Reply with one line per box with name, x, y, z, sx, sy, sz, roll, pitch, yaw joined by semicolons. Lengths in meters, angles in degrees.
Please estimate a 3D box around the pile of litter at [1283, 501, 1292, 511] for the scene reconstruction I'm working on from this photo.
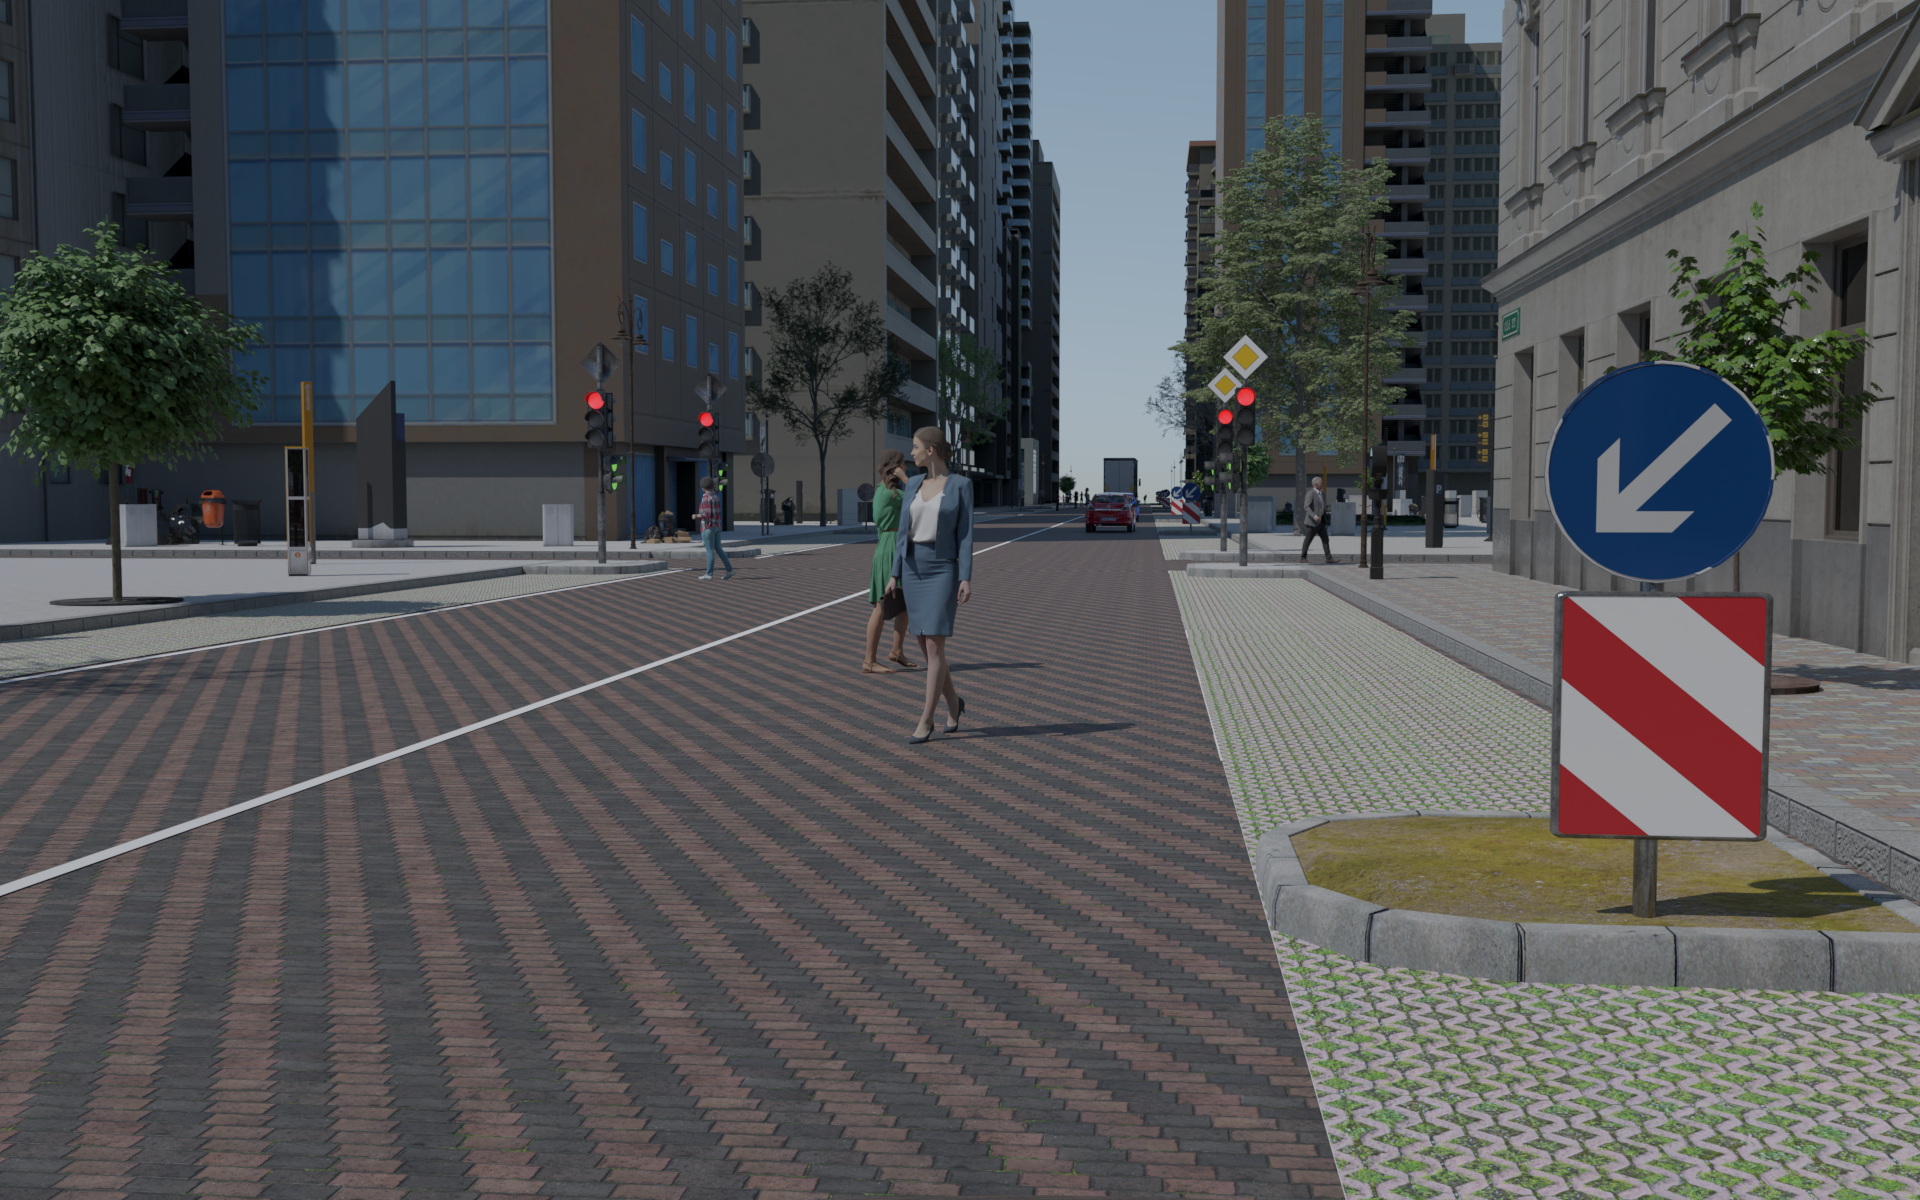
pile of litter;19.778;-5.441;102.926;1.176;0.858;1.719;3;5;43

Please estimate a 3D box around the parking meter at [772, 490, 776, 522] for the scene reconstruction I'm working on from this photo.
parking meter;-8.390;-4.215;77.327;0.372;1.533;0.369;0;3;0

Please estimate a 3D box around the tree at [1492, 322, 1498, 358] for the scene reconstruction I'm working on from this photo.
tree;20.569;-6.746;60.655;4.737;8.622;4.395;0;3;0

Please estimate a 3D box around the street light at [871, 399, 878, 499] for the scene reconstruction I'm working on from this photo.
street light;-3.819;-6.366;76.877;0.468;5.910;1.993;0;4;6

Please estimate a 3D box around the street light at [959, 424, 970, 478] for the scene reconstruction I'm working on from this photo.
street light;0.175;-8.606;113.490;0.468;5.910;1.993;0;4;6

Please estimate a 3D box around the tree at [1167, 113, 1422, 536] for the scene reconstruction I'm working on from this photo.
tree;10.148;-8.231;52.706;7.486;12.596;7.792;0;3;0

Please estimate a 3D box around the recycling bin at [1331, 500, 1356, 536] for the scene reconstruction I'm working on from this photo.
recycling bin;11.916;-2.525;53.837;0.722;1.027;0.722;1;4;16

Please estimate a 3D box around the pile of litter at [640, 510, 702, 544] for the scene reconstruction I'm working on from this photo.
pile of litter;-7.549;-1.920;45.360;1.719;0.858;1.176;-1;4;-17

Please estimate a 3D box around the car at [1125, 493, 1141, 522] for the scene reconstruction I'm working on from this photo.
car;8.601;-5.021;91.683;1.945;1.707;3.694;0;4;4

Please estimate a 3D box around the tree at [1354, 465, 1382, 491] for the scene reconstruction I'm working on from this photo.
tree;21.798;-5.899;91.044;1.663;3.219;1.824;0;3;0

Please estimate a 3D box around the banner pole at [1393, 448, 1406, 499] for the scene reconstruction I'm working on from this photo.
banner pole;23.627;-6.327;93.460;0.863;3.779;0.401;-1;4;-12

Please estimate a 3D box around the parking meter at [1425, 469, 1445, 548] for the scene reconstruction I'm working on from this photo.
parking meter;11.313;-2.174;41.249;0.399;1.863;0.255;-2;4;-31

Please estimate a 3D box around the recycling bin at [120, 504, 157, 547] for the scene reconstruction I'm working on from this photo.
recycling bin;-20.073;-1.821;42.319;0.722;1.027;0.722;-2;4;-34

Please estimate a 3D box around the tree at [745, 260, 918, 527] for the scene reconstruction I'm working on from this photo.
tree;-5.192;-8.182;68.185;8.767;10.594;7.601;2;4;32

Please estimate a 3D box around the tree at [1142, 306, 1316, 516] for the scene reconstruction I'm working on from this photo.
tree;16.096;-11.742;102.357;12.009;13.543;11.850;0;3;0

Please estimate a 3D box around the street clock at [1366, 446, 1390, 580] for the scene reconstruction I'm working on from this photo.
street clock;6.271;-1.311;26.010;0.358;2.002;0.471;0;4;8

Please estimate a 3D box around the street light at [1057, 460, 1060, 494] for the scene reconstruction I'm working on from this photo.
street light;13.417;-16.119;236.326;0.468;5.910;1.993;0;4;6

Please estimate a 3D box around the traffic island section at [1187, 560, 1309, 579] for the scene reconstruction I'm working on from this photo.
traffic island section;5.049;-0.517;30.732;2.009;0.180;2.903;0;4;6

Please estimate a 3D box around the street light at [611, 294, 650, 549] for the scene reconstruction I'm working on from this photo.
street light;-7.625;-4.126;40.244;0.468;5.910;1.993;0;4;6

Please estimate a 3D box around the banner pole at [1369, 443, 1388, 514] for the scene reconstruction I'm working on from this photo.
banner pole;18.142;-5.206;75.135;0.863;3.779;0.401;-1;4;-9

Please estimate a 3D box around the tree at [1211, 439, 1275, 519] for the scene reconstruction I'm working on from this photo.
tree;14.641;-6.483;89.710;4.285;4.588;4.351;0;3;0

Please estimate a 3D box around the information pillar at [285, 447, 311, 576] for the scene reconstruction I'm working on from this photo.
information pillar;-10.336;-1.380;27.050;0.304;2.012;0.304;-1;4;-11

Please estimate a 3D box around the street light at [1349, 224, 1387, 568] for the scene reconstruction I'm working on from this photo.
street light;7.027;-3.498;29.986;0.468;5.910;1.993;0;4;6

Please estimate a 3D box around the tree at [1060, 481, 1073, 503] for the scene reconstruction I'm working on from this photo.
tree;15.603;-16.069;257.333;1.663;3.219;1.824;0;3;0

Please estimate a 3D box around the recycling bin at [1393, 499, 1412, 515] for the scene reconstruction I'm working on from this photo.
recycling bin;22.576;-4.638;88.383;0.722;1.027;0.722;-1;4;-16

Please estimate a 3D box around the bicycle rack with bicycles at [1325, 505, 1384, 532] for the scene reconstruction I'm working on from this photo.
bicycle rack with bicycles;12.872;-2.769;58.660;2.925;0.926;2.852;-3;5;-39

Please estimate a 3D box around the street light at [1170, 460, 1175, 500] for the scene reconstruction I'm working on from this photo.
street light;28.997;-15.997;234.331;0.468;5.910;1.993;0;4;6

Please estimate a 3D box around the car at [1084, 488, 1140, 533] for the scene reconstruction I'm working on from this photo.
car;5.778;-3.489;66.083;2.155;1.783;4.494;0;4;8

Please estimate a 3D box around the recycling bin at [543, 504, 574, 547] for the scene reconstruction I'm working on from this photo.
recycling bin;-9.884;-1.839;42.629;0.722;1.027;0.722;-1;4;-11

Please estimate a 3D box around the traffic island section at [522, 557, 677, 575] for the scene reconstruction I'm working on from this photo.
traffic island section;-6.624;-0.594;31.994;2.009;0.180;2.903;0;4;6

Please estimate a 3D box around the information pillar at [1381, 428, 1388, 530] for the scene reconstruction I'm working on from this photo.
information pillar;15.178;-4.317;61.934;0.183;3.616;0.504;0;4;3

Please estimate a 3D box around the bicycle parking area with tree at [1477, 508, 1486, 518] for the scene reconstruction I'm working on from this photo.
bicycle parking area with tree;28.478;-5.738;80.822;9.016;4.147;8.231;2;4;24

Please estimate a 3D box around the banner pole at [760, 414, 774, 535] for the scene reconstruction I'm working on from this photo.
banner pole;-6.052;-3.894;53.689;0.401;3.779;0.863;1;4;15

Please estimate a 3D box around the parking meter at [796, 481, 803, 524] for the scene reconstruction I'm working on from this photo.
parking meter;-6.963;-4.245;75.116;0.255;1.863;0.399;0;4;0

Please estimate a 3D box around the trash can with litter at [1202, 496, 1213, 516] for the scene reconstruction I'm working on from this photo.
trash can with litter;14.159;-5.360;99.030;0.624;1.170;1.055;0;4;8

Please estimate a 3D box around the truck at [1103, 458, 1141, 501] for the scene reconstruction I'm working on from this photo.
truck;12.969;-9.173;138.893;2.839;4.237;11.283;0;4;7

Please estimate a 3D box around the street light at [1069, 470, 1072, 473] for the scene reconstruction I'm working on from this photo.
street light;17.494;-18.369;273.119;0.468;5.910;1.993;0;4;6

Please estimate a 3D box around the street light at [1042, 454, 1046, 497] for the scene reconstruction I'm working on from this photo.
street light;9.633;-13.878;199.690;0.468;5.910;1.993;0;4;6

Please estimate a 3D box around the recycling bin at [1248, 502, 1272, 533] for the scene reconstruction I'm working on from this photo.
recycling bin;9.937;-2.748;57.477;0.722;1.027;0.722;1;4;20

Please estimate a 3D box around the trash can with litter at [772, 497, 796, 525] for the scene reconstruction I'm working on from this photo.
trash can with litter;-7.282;-3.665;71.312;1.055;1.170;0.624;2;4;30

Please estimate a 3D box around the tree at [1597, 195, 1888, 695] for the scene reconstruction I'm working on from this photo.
tree;5.146;-1.022;11.319;1.663;3.219;1.824;0;3;0

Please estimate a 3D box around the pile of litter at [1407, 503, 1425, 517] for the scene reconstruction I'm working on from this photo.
pile of litter;21.259;-4.135;81.570;1.719;0.858;1.176;1;4;18

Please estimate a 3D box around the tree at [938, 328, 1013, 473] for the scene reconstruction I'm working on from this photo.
tree;-0.580;-11.040;106.267;9.928;11.665;9.643;0;3;0

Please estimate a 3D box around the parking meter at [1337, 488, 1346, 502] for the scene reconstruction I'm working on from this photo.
parking meter;16.431;-4.052;74.656;0.372;1.533;0.369;0;3;0

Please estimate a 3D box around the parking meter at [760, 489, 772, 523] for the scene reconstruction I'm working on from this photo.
parking meter;-8.715;-4.191;76.938;0.372;1.533;0.369;0;3;0

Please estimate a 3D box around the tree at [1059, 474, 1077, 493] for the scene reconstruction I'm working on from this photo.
tree;16.463;-17.400;268.202;4.285;4.588;4.351;0;3;0

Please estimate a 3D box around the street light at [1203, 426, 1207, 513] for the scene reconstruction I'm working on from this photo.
street light;16.303;-8.726;115.457;0.468;5.910;1.993;0;4;6

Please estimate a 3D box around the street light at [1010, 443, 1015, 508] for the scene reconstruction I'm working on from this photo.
street light;4.623;-11.086;154.038;0.468;5.910;1.993;0;4;6

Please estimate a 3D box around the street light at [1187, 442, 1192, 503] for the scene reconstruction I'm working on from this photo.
street light;20.150;-10.966;152.086;0.468;5.910;1.993;0;4;6

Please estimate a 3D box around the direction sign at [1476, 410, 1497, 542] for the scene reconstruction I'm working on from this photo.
direction sign;14.359;-3.348;46.739;0.876;3.537;0.379;3;4;38

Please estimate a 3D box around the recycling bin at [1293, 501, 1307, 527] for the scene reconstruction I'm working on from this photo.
recycling bin;13.357;-3.353;67.377;0.722;1.027;0.722;1;4;13

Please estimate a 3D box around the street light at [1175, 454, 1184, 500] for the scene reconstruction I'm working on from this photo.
street light;25.136;-13.752;197.625;0.468;5.910;1.993;0;4;6

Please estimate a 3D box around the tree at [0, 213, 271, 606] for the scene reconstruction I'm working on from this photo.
tree;-10.052;-2.242;20.365;4.285;4.588;4.351;0;3;0

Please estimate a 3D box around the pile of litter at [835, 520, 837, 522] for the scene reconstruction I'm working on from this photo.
pile of litter;-4.973;-3.942;78.414;1.176;0.858;1.719;-2;4;-33

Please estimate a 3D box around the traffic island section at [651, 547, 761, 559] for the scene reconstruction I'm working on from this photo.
traffic island section;-5.766;-1.080;39.933;2.009;0.180;2.903;0;4;6

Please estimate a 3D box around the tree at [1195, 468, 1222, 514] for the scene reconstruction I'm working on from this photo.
tree;16.416;-7.169;111.811;1.663;3.219;1.824;0;3;0

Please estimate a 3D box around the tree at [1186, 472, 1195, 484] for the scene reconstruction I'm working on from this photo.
tree;17.439;-8.144;127.755;1.663;3.219;1.824;0;3;0

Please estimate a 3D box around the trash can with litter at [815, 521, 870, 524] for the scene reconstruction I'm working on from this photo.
trash can with litter;-5.099;-3.871;74.348;2.233;1.210;1.678;1;4;16

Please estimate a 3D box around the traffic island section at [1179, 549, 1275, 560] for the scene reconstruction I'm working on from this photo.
traffic island section;5.907;-1.002;38.671;2.009;0.180;2.903;0;4;6
